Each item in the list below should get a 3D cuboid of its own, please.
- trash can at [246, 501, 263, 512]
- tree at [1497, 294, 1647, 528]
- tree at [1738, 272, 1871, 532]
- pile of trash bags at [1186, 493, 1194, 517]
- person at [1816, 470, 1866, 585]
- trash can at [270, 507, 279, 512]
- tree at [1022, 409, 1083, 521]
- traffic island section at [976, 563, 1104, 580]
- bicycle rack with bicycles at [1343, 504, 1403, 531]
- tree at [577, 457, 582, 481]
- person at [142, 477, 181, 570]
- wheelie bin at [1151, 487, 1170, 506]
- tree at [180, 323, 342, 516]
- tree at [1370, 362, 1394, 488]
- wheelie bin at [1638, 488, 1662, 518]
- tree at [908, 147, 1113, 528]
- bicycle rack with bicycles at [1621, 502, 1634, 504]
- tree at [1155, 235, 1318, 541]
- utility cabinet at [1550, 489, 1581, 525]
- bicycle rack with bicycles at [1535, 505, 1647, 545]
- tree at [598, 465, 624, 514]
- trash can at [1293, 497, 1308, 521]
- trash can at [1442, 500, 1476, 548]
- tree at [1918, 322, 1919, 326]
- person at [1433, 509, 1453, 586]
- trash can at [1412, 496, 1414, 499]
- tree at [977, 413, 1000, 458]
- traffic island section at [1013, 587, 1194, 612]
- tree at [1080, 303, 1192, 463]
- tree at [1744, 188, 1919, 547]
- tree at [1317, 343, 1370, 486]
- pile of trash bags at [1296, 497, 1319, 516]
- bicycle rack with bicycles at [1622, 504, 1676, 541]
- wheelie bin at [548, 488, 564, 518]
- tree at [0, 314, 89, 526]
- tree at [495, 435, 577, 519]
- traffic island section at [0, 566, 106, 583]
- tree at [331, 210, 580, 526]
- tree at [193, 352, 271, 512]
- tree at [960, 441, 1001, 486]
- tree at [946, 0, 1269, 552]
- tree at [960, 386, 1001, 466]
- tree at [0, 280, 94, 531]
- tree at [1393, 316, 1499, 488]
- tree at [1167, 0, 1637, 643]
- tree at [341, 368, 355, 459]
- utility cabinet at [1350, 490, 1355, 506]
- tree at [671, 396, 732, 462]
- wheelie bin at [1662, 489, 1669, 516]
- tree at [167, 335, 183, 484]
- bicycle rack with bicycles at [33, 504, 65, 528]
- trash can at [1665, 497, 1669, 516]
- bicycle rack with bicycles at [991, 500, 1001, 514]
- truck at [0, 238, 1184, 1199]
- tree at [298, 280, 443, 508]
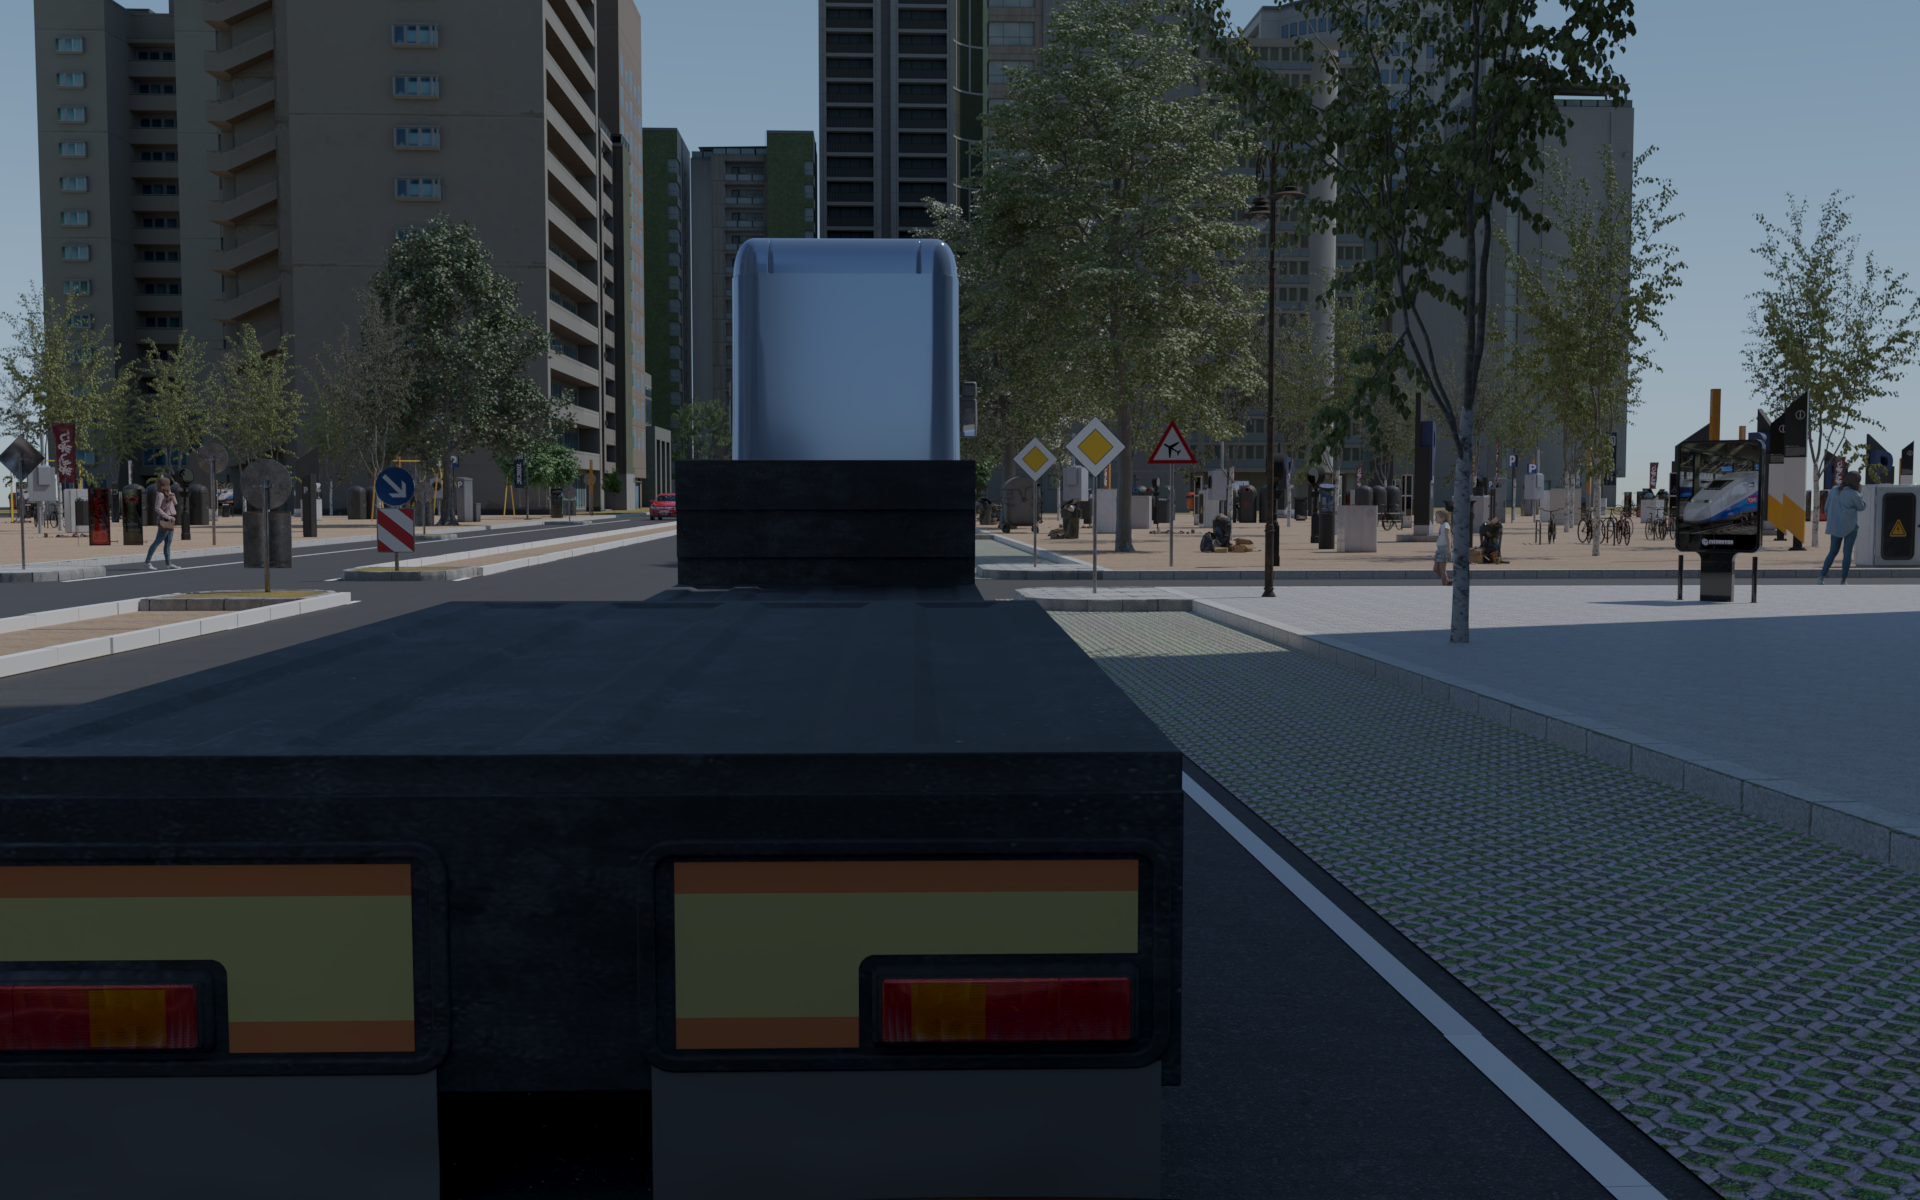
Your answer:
[{"bbox_3d":[-32.045,-4.092,78.552,0.748,1.137,0.748,0,3,0],"label":"trash can"},{"bbox_3d":[23.132,-6.990,64.647,4.360,8.622,3.978,0,3,0],"label":"tree"},{"bbox_3d":[28.202,-6.608,58.400,4.360,8.622,3.978,0,3,0],"label":"tree"},{"bbox_3d":[14.564,-5.489,99.497,3.447,1.369,1.912,-1,4,-19],"label":"pile of trash bags"},{"bbox_3d":[13.570,-1.096,26.689,0.793,1.790,0.793,2,4,27],"label":"person"},{"bbox_3d":[-31.697,-4.171,79.844,0.748,1.137,0.748,0,3,0],"label":"trash can"},{"bbox_3d":[4.510,-8.115,83.042,4.360,8.622,3.978,0,3,0],"label":"tree"},{"bbox_3d":[1.334,-0.493,30.343,2.009,0.180,2.903,0,4,-3],"label":"traffic island section"},{"bbox_3d":[14.571,-2.929,61.272,2.925,0.926,2.852,-2,4,-30],"label":"bicycle rack with bicycles"},{"bbox_3d":[-22.779,-6.909,96.674,4.285,4.588,4.351,0,3,0],"label":"tree"},{"bbox_3d":[-15.185,-1.456,32.893,0.643,1.750,0.593,-1,4,-16],"label":"person"},{"bbox_3d":[9.426,-4.490,81.327,0.980,1.594,0.693,-1,4,-10],"label":"wheelie bin"},{"bbox_3d":[-29.852,-7.578,74.259,4.737,8.622,4.395,0,3,0],"label":"tree"},{"bbox_3d":[22.425,-8.611,91.148,4.360,8.622,3.978,0,3,0],"label":"tree"},{"bbox_3d":[36.874,-5.203,92.979,0.693,1.594,0.980,-1,4,-22],"label":"wheelie bin"},{"bbox_3d":[1.789,-9.659,64.584,9.857,13.997,8.962,0,3,0],"label":"tree"},{"bbox_3d":[41.687,-5.692,106.449,2.925,0.926,2.852,2,4,28],"label":"bicycle rack with bicycles"},{"bbox_3d":[7.458,-5.964,47.874,4.360,8.622,3.978,0,3,0],"label":"tree"},{"bbox_3d":[24.541,-3.764,70.214,1.173,1.500,0.318,1,4,15],"label":"utility cabinet"},{"bbox_3d":[15.911,-1.902,44.483,2.852,0.926,2.925,1,4,16],"label":"bicycle rack with bicycles"},{"bbox_3d":[-22.726,-7.294,113.852,1.663,3.219,1.824,0,3,0],"label":"tree"},{"bbox_3d":[16.322,-4.361,82.960,0.748,1.137,0.748,0,3,0],"label":"trash can"},{"bbox_3d":[11.128,-1.649,38.616,0.748,1.137,0.748,0,3,0],"label":"trash can"},{"bbox_3d":[21.154,-5.101,33.759,4.360,8.622,3.978,0,3,0],"label":"tree"},{"bbox_3d":[6.995,-0.693,24.839,0.382,1.210,0.505,0,4,2],"label":"person"},{"bbox_3d":[27.529,-5.695,104.763,0.748,1.137,0.748,0,3,0],"label":"trash can"},{"bbox_3d":[-0.845,-10.675,108.953,8.767,10.594,7.601,-2,4,-31],"label":"tree"},{"bbox_3d":[1.758,-0.005,22.369,2.009,0.180,2.903,0,4,-3],"label":"traffic island section"},{"bbox_3d":[9.134,-10.200,92.533,9.928,11.665,9.643,0,3,0],"label":"tree"},{"bbox_3d":[20.956,-5.596,41.851,4.737,8.622,4.395,0,3,0],"label":"tree"},{"bbox_3d":[12.959,-7.156,67.357,4.360,8.622,3.978,0,3,0],"label":"tree"},{"bbox_3d":[19.742,-5.634,101.868,3.447,1.369,1.912,-2,4,-33],"label":"pile of trash bags"},{"bbox_3d":[19.388,-2.192,49.229,2.852,0.926,2.925,3,5,44],"label":"bicycle rack with bicycles"},{"bbox_3d":[-21.466,-5.162,92.308,0.980,1.594,0.693,-1,4,-15],"label":"wheelie bin"},{"bbox_3d":[-37.544,-7.334,70.277,4.360,8.622,3.978,0,3,0],"label":"tree"},{"bbox_3d":[-22.259,-6.437,88.967,4.285,4.588,4.351,0,3,0],"label":"tree"},{"bbox_3d":[-15.933,-0.437,29.433,2.009,0.180,2.903,0,4,-3],"label":"traffic island section"},{"bbox_3d":[-20.862,-9.383,70.415,9.611,12.733,9.660,0,3,0],"label":"tree"},{"bbox_3d":[-37.020,-8.488,89.138,4.360,8.622,3.978,0,3,0],"label":"tree"},{"bbox_3d":[0.508,-6.613,91.844,4.285,4.588,4.351,0,3,0],"label":"tree"},{"bbox_3d":[3.252,-7.341,38.153,7.486,12.596,7.792,0,3,0],"label":"tree"},{"bbox_3d":[1.019,-9.154,100.036,4.737,8.622,4.395,0,3,0],"label":"tree"},{"bbox_3d":[-31.195,-6.724,60.295,4.737,8.622,4.395,0,3,0],"label":"tree"},{"bbox_3d":[20.964,-7.389,71.168,4.360,8.622,3.978,0,3,0],"label":"tree"},{"bbox_3d":[4.170,-3.950,14.939,4.737,8.622,4.395,0,3,0],"label":"tree"},{"bbox_3d":[-36.853,-9.232,101.312,4.737,8.622,4.395,0,3,0],"label":"tree"},{"bbox_3d":[23.133,-5.612,100.428,1.173,1.500,0.318,-3,4,-37],"label":"utility cabinet"},{"bbox_3d":[-27.053,-15.660,181.793,9.928,11.665,9.643,0,3,0],"label":"tree"},{"bbox_3d":[41.924,-5.840,103.398,0.980,1.594,0.693,-3,5,-43],"label":"wheelie bin"},{"bbox_3d":[-35.326,-7.818,78.188,4.737,8.622,4.395,0,3,0],"label":"tree"},{"bbox_3d":[-33.941,-3.213,65.922,2.852,0.926,2.925,-2,4,-30],"label":"bicycle rack with bicycles"},{"bbox_3d":[41.397,-5.454,100.820,0.748,1.137,0.748,0,3,0],"label":"trash can"},{"bbox_3d":[2.377,-5.502,103.342,2.925,0.926,2.852,-2,4,-33],"label":"bicycle rack with bicycles"},{"bbox_3d":[-1.046,-1.392,12.513,2.967,4.110,18.799,0,4,-2],"label":"truck"},{"bbox_3d":[-20.162,-6.676,59.514,4.360,8.622,3.978,0,3,0],"label":"tree"}]
